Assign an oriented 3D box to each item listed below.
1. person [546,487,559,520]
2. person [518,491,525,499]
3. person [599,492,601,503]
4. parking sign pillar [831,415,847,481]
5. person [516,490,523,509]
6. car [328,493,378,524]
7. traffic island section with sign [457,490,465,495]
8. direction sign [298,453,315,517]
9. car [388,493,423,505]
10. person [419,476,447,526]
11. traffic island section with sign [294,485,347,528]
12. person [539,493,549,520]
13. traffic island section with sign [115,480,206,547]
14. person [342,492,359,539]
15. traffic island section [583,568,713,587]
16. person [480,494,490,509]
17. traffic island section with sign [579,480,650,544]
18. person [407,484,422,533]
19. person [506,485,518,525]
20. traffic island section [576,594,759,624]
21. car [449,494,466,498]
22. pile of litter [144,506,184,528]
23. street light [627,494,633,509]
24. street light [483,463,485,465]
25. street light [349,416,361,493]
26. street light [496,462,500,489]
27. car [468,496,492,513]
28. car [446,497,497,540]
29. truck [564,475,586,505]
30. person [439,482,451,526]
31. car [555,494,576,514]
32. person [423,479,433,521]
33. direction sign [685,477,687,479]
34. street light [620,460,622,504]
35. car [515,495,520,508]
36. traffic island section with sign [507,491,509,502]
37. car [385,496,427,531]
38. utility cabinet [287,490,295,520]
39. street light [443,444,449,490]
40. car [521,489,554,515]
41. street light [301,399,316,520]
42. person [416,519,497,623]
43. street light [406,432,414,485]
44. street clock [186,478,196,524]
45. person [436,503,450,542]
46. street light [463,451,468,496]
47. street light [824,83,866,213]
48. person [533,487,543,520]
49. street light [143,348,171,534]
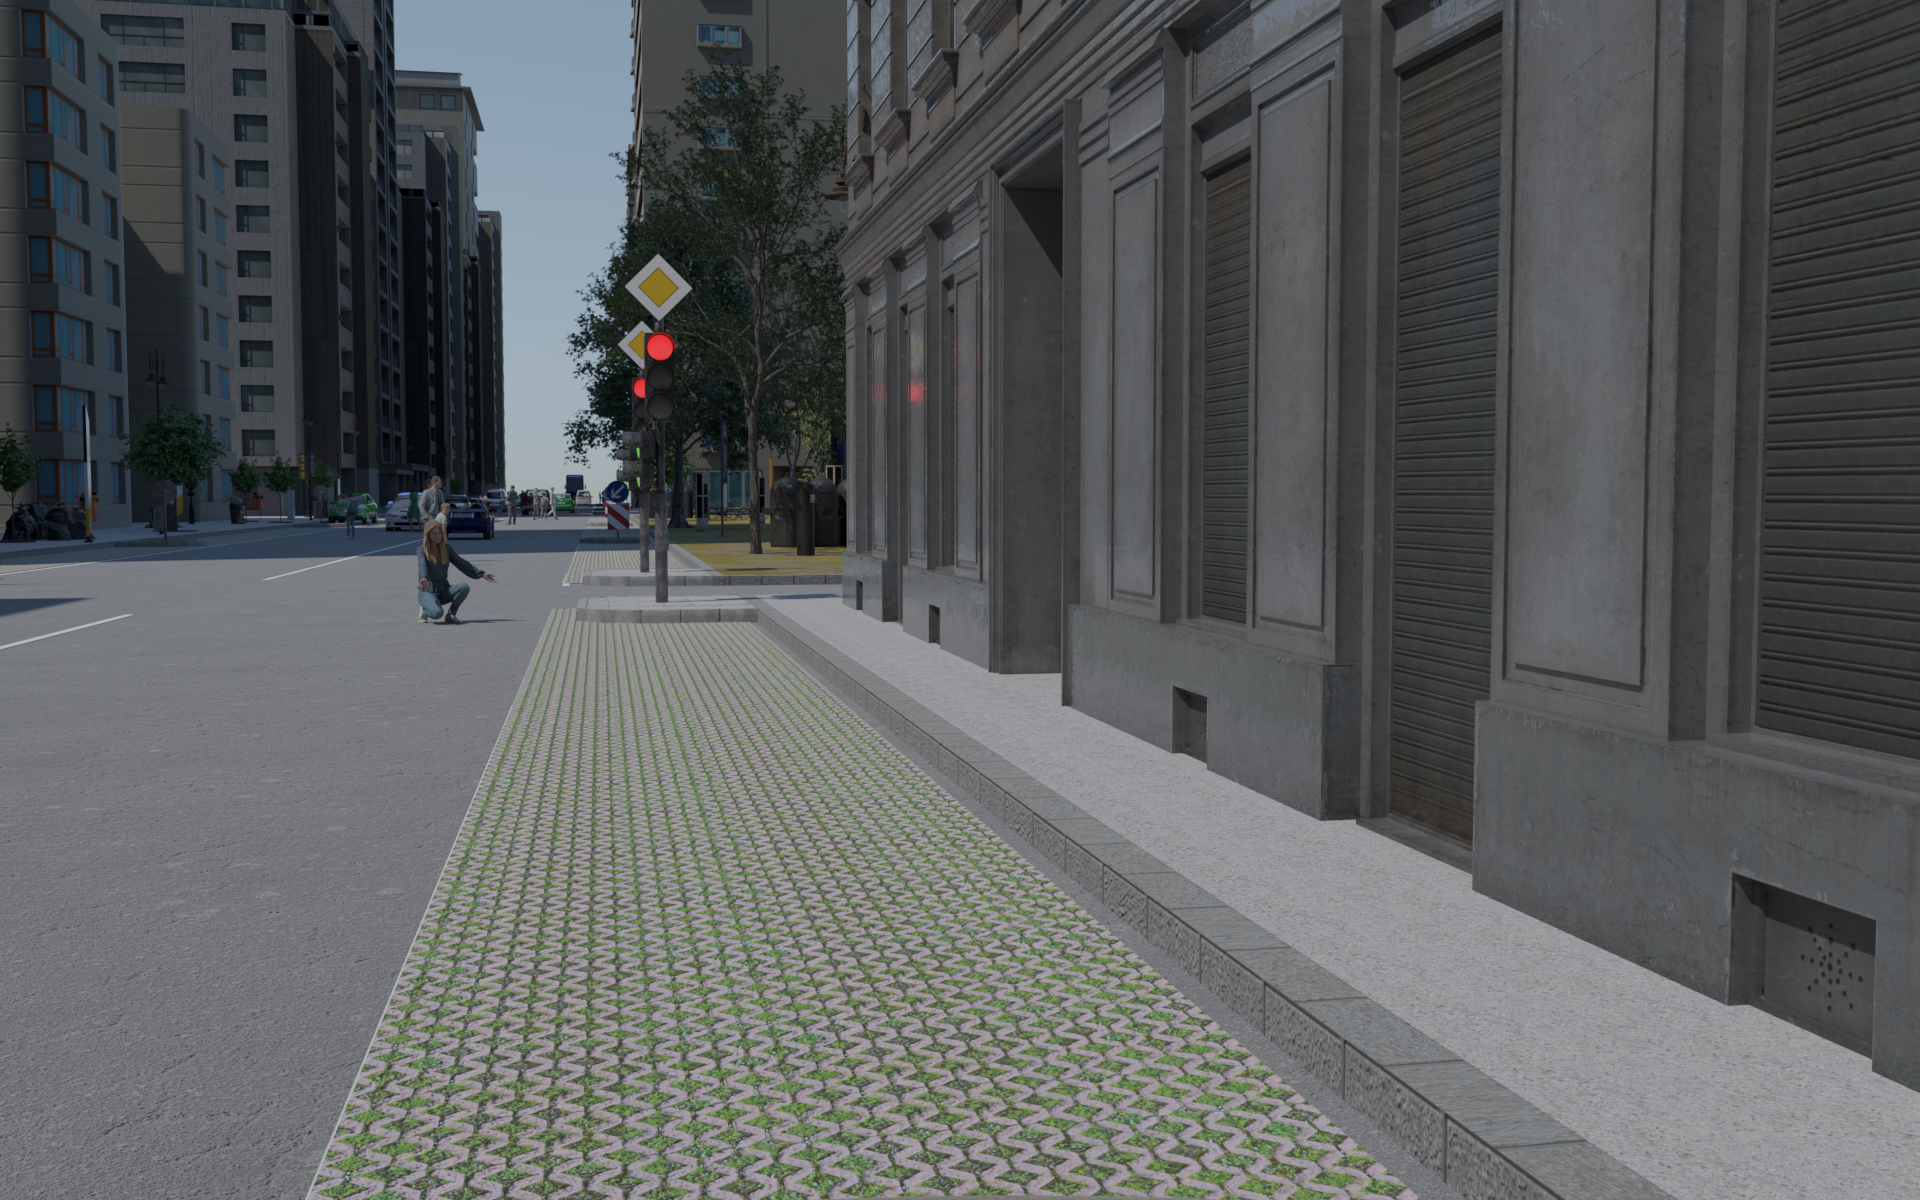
[{"bbox_3d":[-22.931,-5.438,97.296,0.818,1.842,0.514,-2,4,-29],"label":"person"},{"bbox_3d":[-40.924,-9.387,162.705,1.217,1.736,0.721,0,4,-1],"label":"person"},{"bbox_3d":[-49.634,-14.071,239.236,0.721,1.739,1.217,-2,4,-35],"label":"person"},{"bbox_3d":[-3.860,-4.297,58.720,1.447,3.967,1.447,2,4,28],"label":"parking sign pillar"},{"bbox_3d":[-41.998,-9.639,166.174,1.350,1.814,0.705,-2,4,-25],"label":"person"},{"bbox_3d":[-28.969,-4.519,82.677,1.959,1.807,4.718,-1,4,-10],"label":"car"},{"bbox_3d":[-43.222,-8.656,150.148,1.989,1.847,2.006,-1,4,-12],"label":"traffic island section with sign"},{"bbox_3d":[-35.990,-6.328,95.465,0.876,3.537,0.379,0,4,0],"label":"direction sign"},{"bbox_3d":[-24.052,-4.063,76.029,1.945,1.707,3.694,-1,4,-13],"label":"car"},{"bbox_3d":[-11.094,-1.709,36.541,0.391,1.810,0.635,1,4,17],"label":"person"},{"bbox_3d":[-27.529,-4.035,74.598,1.989,1.847,2.006,-1,4,-12],"label":"traffic island section with sign"},{"bbox_3d":[-22.673,-5.088,94.282,0.523,1.515,0.503,2,4,24],"label":"person"},{"bbox_3d":[-21.903,-2.382,47.573,1.989,1.847,2.006,-1,4,-12],"label":"traffic island section with sign"},{"bbox_3d":[-19.621,-2.730,55.738,0.523,1.515,0.503,-1,4,-16],"label":"person"},{"bbox_3d":[-5.129,-0.369,28.309,2.009,0.180,2.903,-1,4,-12],"label":"traffic island section"},{"bbox_3d":[-28.517,-5.638,103.874,0.628,1.438,0.799,0,4,0],"label":"person"},{"bbox_3d":[-10.120,-2.571,50.664,1.989,1.847,2.006,-1,4,-12],"label":"traffic island section with sign"},{"bbox_3d":[-20.302,-3.406,64.441,0.529,1.795,0.600,0,4,-2],"label":"person"},{"bbox_3d":[-21.143,-4.476,81.482,0.447,1.846,0.655,2,4,30],"label":"person"},{"bbox_3d":[-3.504,0.110,20.491,2.009,0.180,2.903,-1,4,-12],"label":"traffic island section"},{"bbox_3d":[-30.971,-5.755,106.095,2.014,1.417,4.499,-1,4,-10],"label":"car"},{"bbox_3d":[-30.141,-3.142,65.336,1.719,0.858,1.176,2,4,26],"label":"pile of litter"},{"bbox_3d":[-27.962,-10.682,147.444,0.468,5.910,1.993,-1,4,-12],"label":"street light"},{"bbox_3d":[-58.089,-14.573,211.056,0.468,5.910,1.993,-1,4,-12],"label":"street light"},{"bbox_3d":[-35.021,-7.807,100.427,0.468,5.910,1.993,-1,4,-12],"label":"street light"},{"bbox_3d":[-64.047,-16.365,240.349,0.468,5.910,1.993,-1,4,-12],"label":"street light"},{"bbox_3d":[-32.902,-6.443,117.916,1.945,1.354,3.894,-1,4,-11],"label":"car"},{"bbox_3d":[-15.858,-2.626,55.518,1.945,1.354,3.894,-1,4,-13],"label":"car"},{"bbox_3d":[-51.856,-14.842,232.420,2.967,4.110,18.799,-1,4,-11],"label":"truck"},{"bbox_3d":[-14.415,-2.401,47.996,0.600,1.795,0.529,-1,4,-16],"label":"person"},{"bbox_3d":[-29.185,-7.229,126.983,1.959,1.807,4.718,-1,4,-11],"label":"car"},{"bbox_3d":[-12.443,-1.973,41.039,0.573,1.790,0.520,-2,4,-30],"label":"person"},{"bbox_3d":[-14.170,-5.815,87.071,0.876,3.537,0.379,-2,4,-24],"label":"direction sign"},{"bbox_3d":[-38.745,-13.866,199.494,0.468,5.910,1.993,-1,4,-12],"label":"street light"},{"bbox_3d":[-43.479,-9.766,172.034,2.083,1.381,4.827,-1,4,-11],"label":"car"},{"bbox_3d":[-59.964,-13.580,230.655,1.989,1.847,2.006,-1,4,-12],"label":"traffic island section with sign"},{"bbox_3d":[-21.550,-3.429,68.429,2.083,1.381,4.827,-1,4,-12],"label":"car"},{"bbox_3d":[-33.378,-4.756,86.437,0.318,1.500,1.173,-1,4,-17],"label":"utility cabinet"},{"bbox_3d":[-47.221,-11.394,159.085,0.468,5.910,1.993,-1,4,-12],"label":"street light"},{"bbox_3d":[-29.089,-6.771,119.380,2.281,1.827,5.304,-1,4,-11],"label":"car"},{"bbox_3d":[-31.589,-6.808,84.100,0.468,5.910,1.993,-1,4,-12],"label":"street light"},{"bbox_3d":[-5.645,-0.317,19.176,1.012,1.151,0.738,-3,5,-41],"label":"person"},{"bbox_3d":[-41.119,-9.602,129.776,0.468,5.910,1.993,-1,4,-12],"label":"street light"},{"bbox_3d":[-32.643,-4.218,73.537,0.471,2.002,0.358,-3,5,-39],"label":"street clock"},{"bbox_3d":[-10.338,-1.310,34.604,0.352,1.250,0.332,0,4,1],"label":"person"},{"bbox_3d":[-51.951,-12.786,181.836,0.468,5.910,1.993,-1,4,-12],"label":"street light"},{"bbox_3d":[-1.239,-2.890,20.040,0.468,5.910,1.993,-1,4,-12],"label":"street light"},{"bbox_3d":[-23.450,-5.348,96.121,0.526,1.800,0.537,-1,4,-16],"label":"person"},{"bbox_3d":[-25.367,-5.019,54.849,0.468,5.910,1.993,-1,4,-12],"label":"street light"}]
